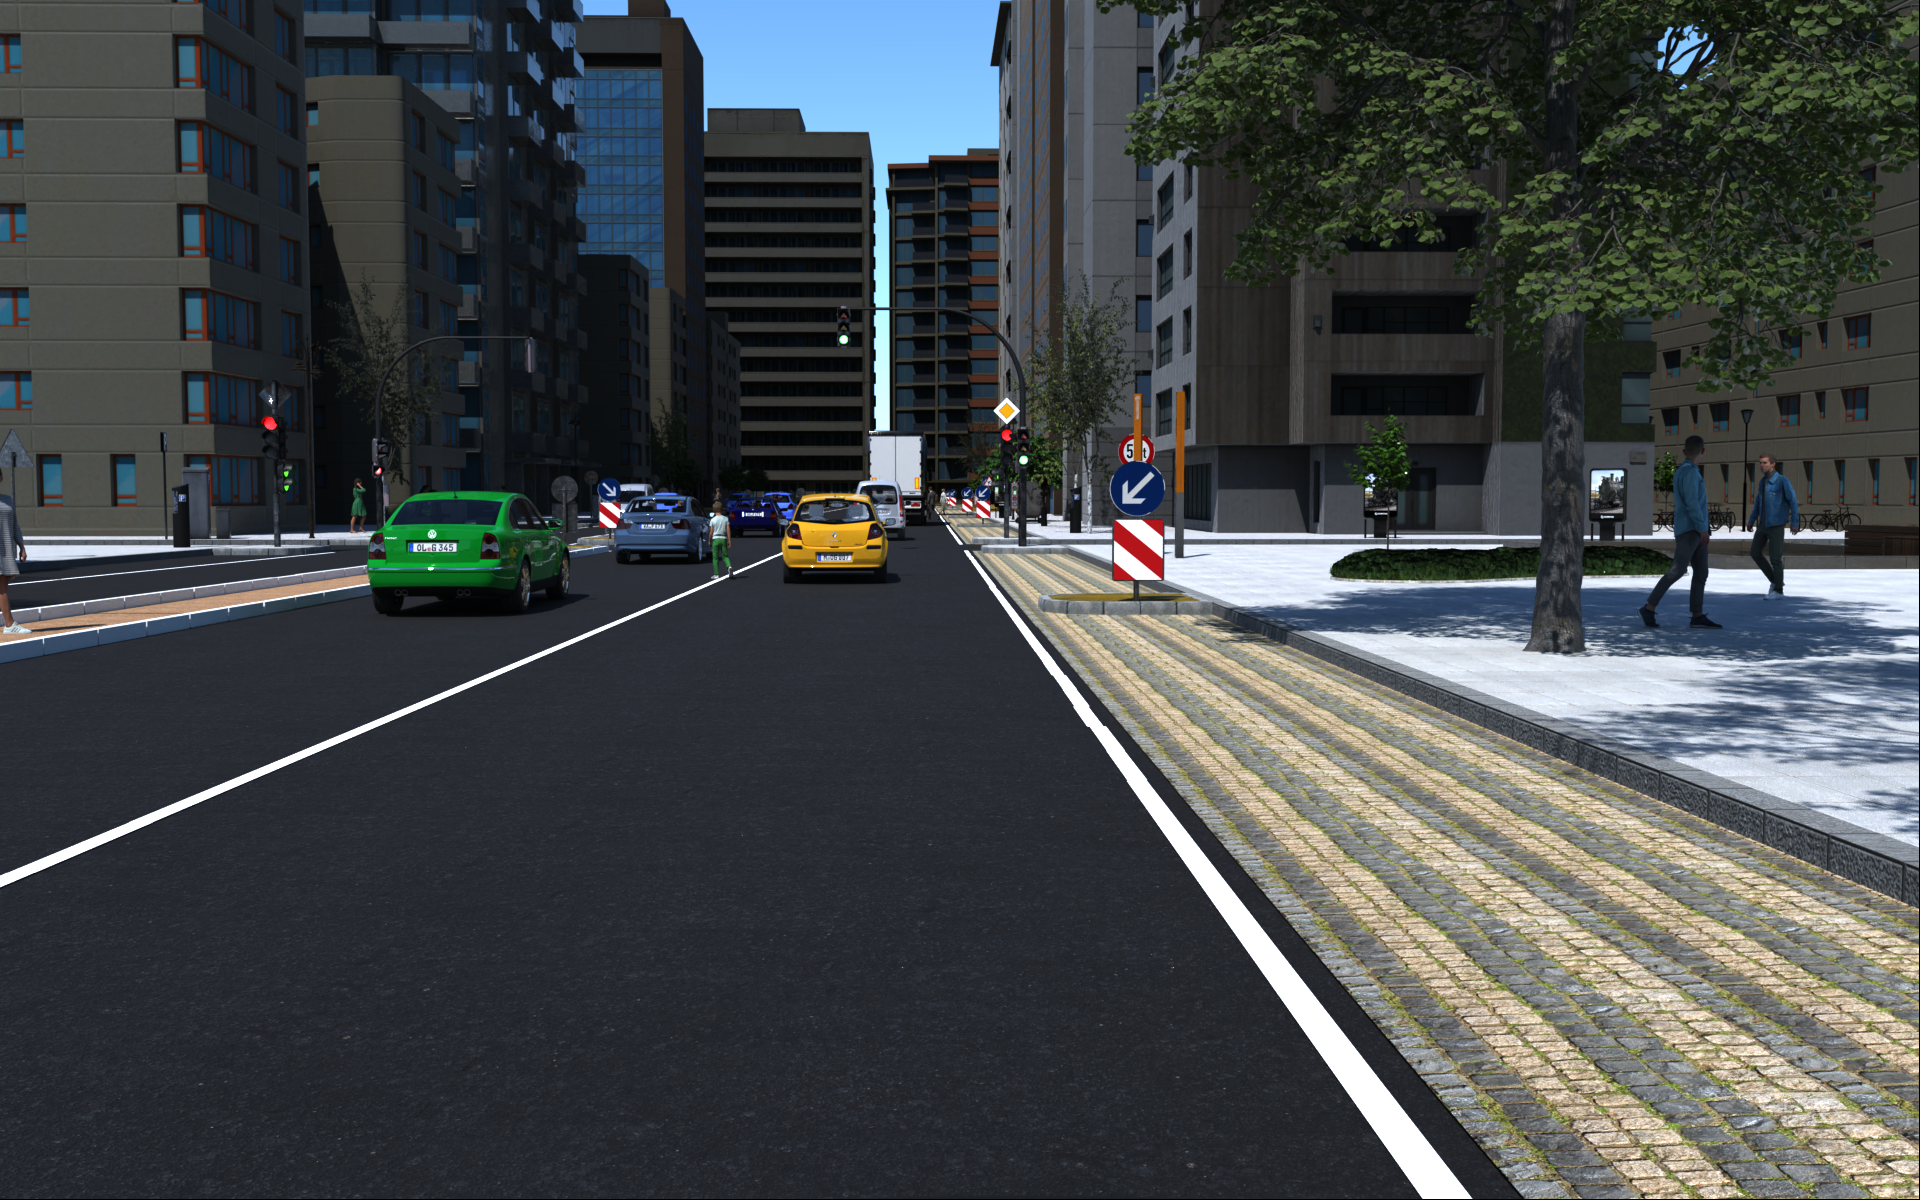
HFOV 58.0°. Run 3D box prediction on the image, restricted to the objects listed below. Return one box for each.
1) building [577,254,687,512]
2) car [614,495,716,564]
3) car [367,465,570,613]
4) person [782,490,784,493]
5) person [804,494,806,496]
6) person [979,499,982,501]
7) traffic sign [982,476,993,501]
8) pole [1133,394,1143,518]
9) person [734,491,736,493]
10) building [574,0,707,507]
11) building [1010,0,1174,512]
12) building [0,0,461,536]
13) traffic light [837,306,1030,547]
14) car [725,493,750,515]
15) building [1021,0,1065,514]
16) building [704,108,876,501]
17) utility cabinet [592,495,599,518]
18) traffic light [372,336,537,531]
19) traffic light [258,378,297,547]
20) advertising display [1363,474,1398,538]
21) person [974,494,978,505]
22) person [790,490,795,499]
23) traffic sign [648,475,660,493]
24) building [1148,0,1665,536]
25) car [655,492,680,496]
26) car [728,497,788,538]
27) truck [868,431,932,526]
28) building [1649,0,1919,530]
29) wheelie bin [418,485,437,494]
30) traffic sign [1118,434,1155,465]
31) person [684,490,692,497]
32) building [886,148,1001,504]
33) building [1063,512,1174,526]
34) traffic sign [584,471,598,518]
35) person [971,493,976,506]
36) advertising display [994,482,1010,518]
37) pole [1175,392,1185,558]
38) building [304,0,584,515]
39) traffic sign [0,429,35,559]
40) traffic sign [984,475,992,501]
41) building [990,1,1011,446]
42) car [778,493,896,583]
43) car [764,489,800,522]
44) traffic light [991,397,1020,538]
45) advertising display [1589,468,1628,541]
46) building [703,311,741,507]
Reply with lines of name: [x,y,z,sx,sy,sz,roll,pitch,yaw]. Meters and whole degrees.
building: [-37.872,-18.001,139.362,27.650,21.520,28.899,0,4,-1]
car: [-6.245,-1.531,37.030,2.014,1.417,4.499,0,4,-1]
car: [-6.184,-0.819,22.187,1.959,1.807,4.718,0,4,-3]
person: [-17.632,-10.031,172.469,0.705,1.831,1.348,-1,4,-15]
person: [-15.553,-10.049,173.631,1.217,1.723,0.721,-3,4,-39]
person: [2.142,-9.891,171.024,0.557,1.426,1.065,1,4,17]
traffic sign: [1.937,-7.519,123.044,0.768,2.556,0.104,0,4,6]
pole: [3.628,-2.536,35.308,0.158,3.312,0.155,0,3,0]
person: [-22.660,-10.330,174.876,0.705,1.831,1.348,0,4,3]
building: [-31.521,-31.257,161.159,14.600,45.320,14.200,0,4,-1]
building: [15.073,-37.554,156.015,21.231,58.520,28.212,0,4,-1]
building: [-36.706,-13.520,66.098,27.650,21.520,28.899,0,4,-1]
traffic light: [-0.586,-4.127,42.147,4.771,5.953,1.251,0,4,-1]
car: [-15.382,-6.819,121.084,1.945,1.707,3.694,0,4,-1]
building: [12.061,-29.668,135.183,14.600,45.320,14.200,0,4,-1]
building: [-21.754,-36.542,221.158,21.600,48.544,21.300,0,4,-1]
utility cabinet: [-19.383,-4.965,92.339,0.306,1.237,1.020,0,4,-5]
traffic light: [-14.631,-4.608,50.001,4.771,5.953,1.251,0,4,-1]
traffic light: [-16.554,-3.243,41.939,0.839,4.253,0.868,0,4,-1]
advertising display: [12.221,-2.759,50.319,0.974,1.923,0.123,1,4,12]
person: [1.835,-11.508,194.867,0.551,1.740,0.621,-3,4,-36]
person: [-13.194,-7.662,134.506,0.721,1.736,1.217,-3,5,-39]
traffic sign: [-20.091,-6.958,113.862,0.768,2.556,0.104,0,4,-1]
building: [14.375,-17.596,59.399,14.107,30.474,14.160,0,4,-1]
car: [-14.491,-4.627,85.250,1.945,1.707,3.694,0,4,-3]
car: [-6.811,-2.796,58.292,1.945,1.354,3.894,0,4,-2]
truck: [-2.828,-5.697,82.066,2.839,4.237,11.283,0,4,0]
building: [45.463,-13.623,67.769,28.899,21.520,27.650,0,4,-1]
wheelie bin: [-19.060,-3.308,61.992,0.693,1.594,0.980,-3,5,-43]
traffic sign: [3.710,-2.223,36.445,0.768,2.556,0.104,1,4,8]
person: [-21.854,-8.088,138.817,0.617,1.759,0.750,1,4,14]
building: [3.465,-34.717,222.244,28.867,44.769,22.147,0,4,-1]
building: [15.497,-33.048,82.328,21.231,58.520,28.212,0,4,-1]
traffic sign: [-19.927,-5.716,93.567,0.768,2.556,0.104,0,4,6]
person: [1.322,-10.779,182.286,1.348,1.824,0.705,0,4,5]
advertising display: [2.245,-5.319,92.186,0.974,1.923,0.123,3,5,39]
pole: [4.389,-2.492,34.587,0.158,3.312,0.155,0,3,0]
building: [-35.030,-29.560,102.908,23.786,49.044,30.456,0,4,-1]
traffic sign: [-18.789,-2.102,34.373,0.884,2.594,0.081,0,4,5]
traffic sign: [2.033,-7.359,120.318,0.884,2.594,0.081,0,4,7]
building: [18.071,-36.388,184.180,28.713,52.752,27.495,0,4,-1]
car: [-2.083,-1.164,29.250,2.015,1.641,3.980,0,4,-3]
car: [-8.119,-4.178,77.908,1.945,1.707,3.694,0,4,0]
traffic light: [1.336,-3.755,50.315,0.839,4.253,0.868,0,4,-1]
advertising display: [16.203,-2.330,43.312,0.123,1.923,0.974,-3,4,-38]
building: [-39.218,-20.742,184.178,28.899,21.520,27.650,0,4,-1]
